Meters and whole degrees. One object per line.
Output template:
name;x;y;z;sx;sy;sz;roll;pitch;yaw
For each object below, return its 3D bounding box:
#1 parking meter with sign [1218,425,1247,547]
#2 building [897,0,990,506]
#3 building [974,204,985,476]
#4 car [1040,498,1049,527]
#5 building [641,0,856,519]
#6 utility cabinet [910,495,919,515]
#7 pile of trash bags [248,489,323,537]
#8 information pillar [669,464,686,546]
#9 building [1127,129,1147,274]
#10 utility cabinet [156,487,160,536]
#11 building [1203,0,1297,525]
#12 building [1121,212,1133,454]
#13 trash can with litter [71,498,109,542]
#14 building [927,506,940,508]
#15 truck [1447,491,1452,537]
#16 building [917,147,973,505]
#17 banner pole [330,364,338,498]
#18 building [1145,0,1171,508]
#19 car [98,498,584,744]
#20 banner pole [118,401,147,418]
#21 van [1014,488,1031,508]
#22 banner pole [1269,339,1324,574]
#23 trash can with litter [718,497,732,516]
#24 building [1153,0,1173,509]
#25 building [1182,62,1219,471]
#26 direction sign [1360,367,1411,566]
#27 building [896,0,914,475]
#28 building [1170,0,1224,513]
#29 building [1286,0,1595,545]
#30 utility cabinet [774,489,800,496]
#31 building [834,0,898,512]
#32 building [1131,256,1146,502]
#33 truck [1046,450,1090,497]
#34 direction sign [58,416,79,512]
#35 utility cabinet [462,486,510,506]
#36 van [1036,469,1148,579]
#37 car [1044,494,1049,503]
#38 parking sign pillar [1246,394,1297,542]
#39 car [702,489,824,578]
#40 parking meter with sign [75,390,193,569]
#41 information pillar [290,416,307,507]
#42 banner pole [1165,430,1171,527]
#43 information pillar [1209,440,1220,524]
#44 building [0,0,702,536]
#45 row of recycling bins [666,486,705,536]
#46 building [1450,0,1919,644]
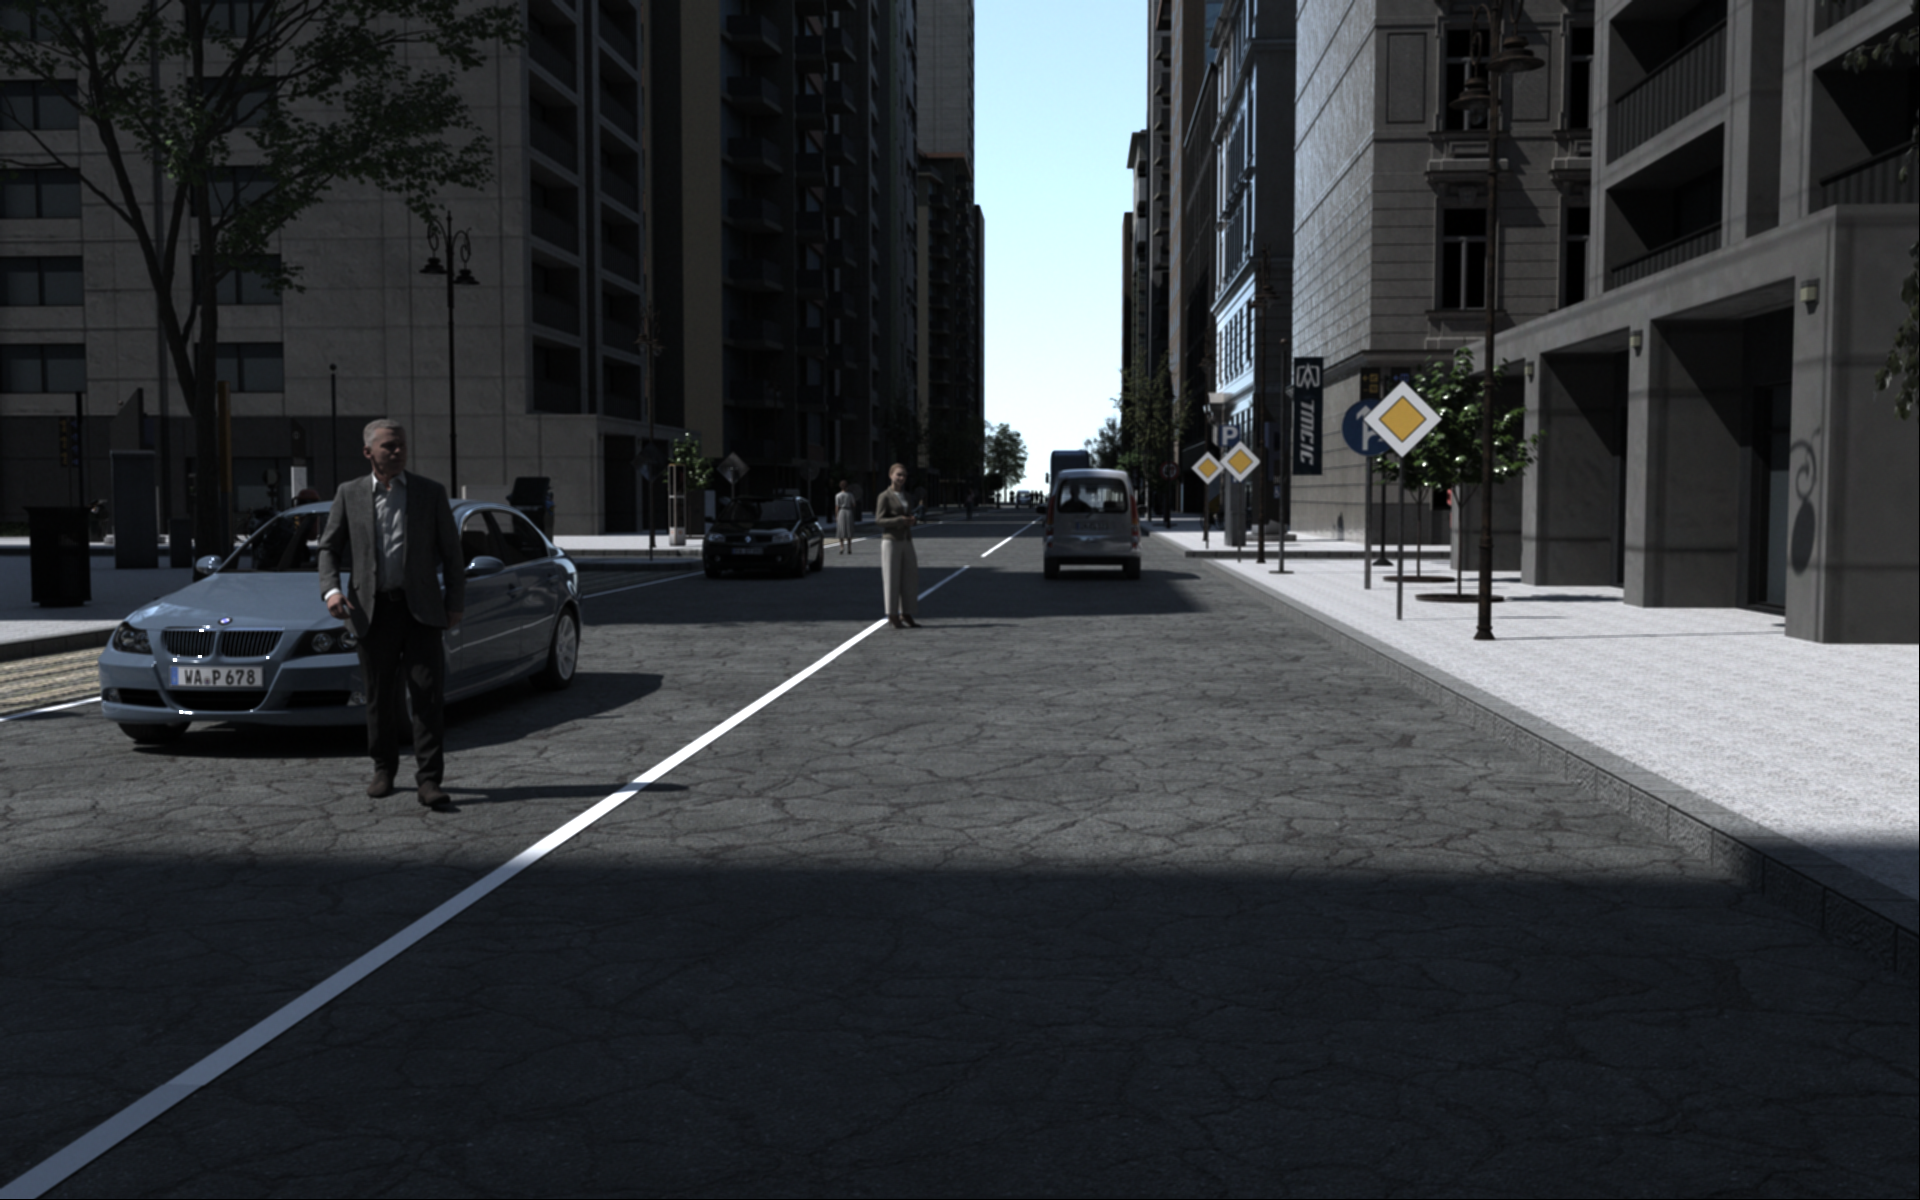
parking meter with sign;6.807;-2.856;42.954;0.543;3.016;1.738;0;4;-1
building;-6.247;-49.129;241.504;20.563;71.187;20.611;0;4;4
building;-3.555;-37.337;260.573;14.600;45.320;14.200;0;4;4
car;4.585;-3.945;76.863;2.083;1.381;4.827;0;4;3
building;-17.670;-26.995;95.987;22.147;44.769;28.867;0;4;4
utility cabinet;-2.886;-5.807;106.103;1.020;1.237;0.306;1;4;20
pile of trash bags;-11.423;-1.258;30.326;1.912;1.369;3.447;-1;4;-21
information pillar;-6.999;-2.347;42.863;0.304;2.012;0.304;-3;5;-39
building;38.215;-40.096;244.813;28.713;52.752;27.495;0;4;4
utility cabinet;-23.965;-2.551;50.386;1.173;1.500;0.318;-3;4;-36
building;18.834;-17.973;79.760;13.634;28.700;20.117;0;4;4
building;31.876;-37.690;266.342;14.600;45.320;14.200;0;4;4
trash can with litter;-23.162;-2.116;45.980;1.055;1.170;0.624;1;4;15
building;-12.519;-44.620;167.783;20.563;71.187;20.611;0;4;4
truck;15.587;-2.925;36.744;11.283;4.237;2.839;0;4;3
building;-9.817;-34.436;217.649;22.147;44.769;28.867;0;4;4
banner pole;-12.117;-2.664;33.567;0.401;3.779;0.863;-1;4;-22
building;29.064;-38.556;172.386;21.231;58.520;28.212;0;4;4
car;-3.839;0.030;11.519;2.014;1.417;4.499;0;4;4
banner pole;-22.364;-3.474;46.809;0.863;3.779;0.401;-2;4;-30
van;6.541;-10.488;178.489;2.013;2.044;4.112;0;4;2
banner pole;5.436;-2.318;27.923;0.863;3.779;0.401;1;4;13
trash can with litter;-8.859;-3.377;66.598;0.624;1.170;1.055;-3;4;-37
building;27.502;-29.953;144.359;22.147;44.769;28.867;0;4;4
building;21.055;-18.894;102.432;14.314;27.812;24.014;0;4;4
direction sign;7.586;-2.385;30.986;0.876;3.537;0.379;0;4;4
building;-18.215;-33.971;144.666;28.713;52.752;27.495;0;4;4
building;22.197;-28.907;122.732;14.600;45.320;14.200;0;4;4
building;32.134;-16.671;48.982;44.131;29.872;17.030;0;4;4
utility cabinet;-8.082;-4.412;80.807;1.173;1.500;0.318;-1;4;-20
building;-12.136;-26.911;123.590;14.154;41.232;14.086;0;4;4
building;28.430;-26.843;210.580;14.160;30.474;14.107;0;4;4
truck;6.514;-6.781;100.630;2.967;4.110;18.799;0;4;2
direction sign;-26.057;-3.589;50.685;0.379;3.537;0.876;0;4;6
utility cabinet;-12.394;-2.240;45.301;1.173;1.500;0.318;-2;4;-34
van;2.332;-1.446;30.655;2.013;2.044;4.112;0;4;4
car;14.118;-16.049;272.616;2.015;1.641;3.980;0;4;2
parking sign pillar;8.452;-3.589;47.154;1.447;3.967;1.447;3;4;38
car;-3.468;-1.294;30.938;2.009;1.686;4.222;0;4;2
parking meter with sign;-14.204;-2.052;29.812;1.738;3.016;0.543;-2;4;-29
information pillar;-20.038;-3.738;52.477;0.183;3.616;0.504;2;4;33
banner pole;8.026;-4.675;66.455;0.401;3.779;0.863;0;4;2
information pillar;10.860;-5.062;74.120;0.504;3.616;0.183;0;4;-1
building;-20.602;-38.146;61.946;20.563;71.187;20.611;0;4;4
row of recycling bins;-8.723;-2.944;55.255;1.069;1.692;3.534;-1;4;-16
building;17.870;-35.366;16.490;20.563;71.187;20.611;0;4;4
